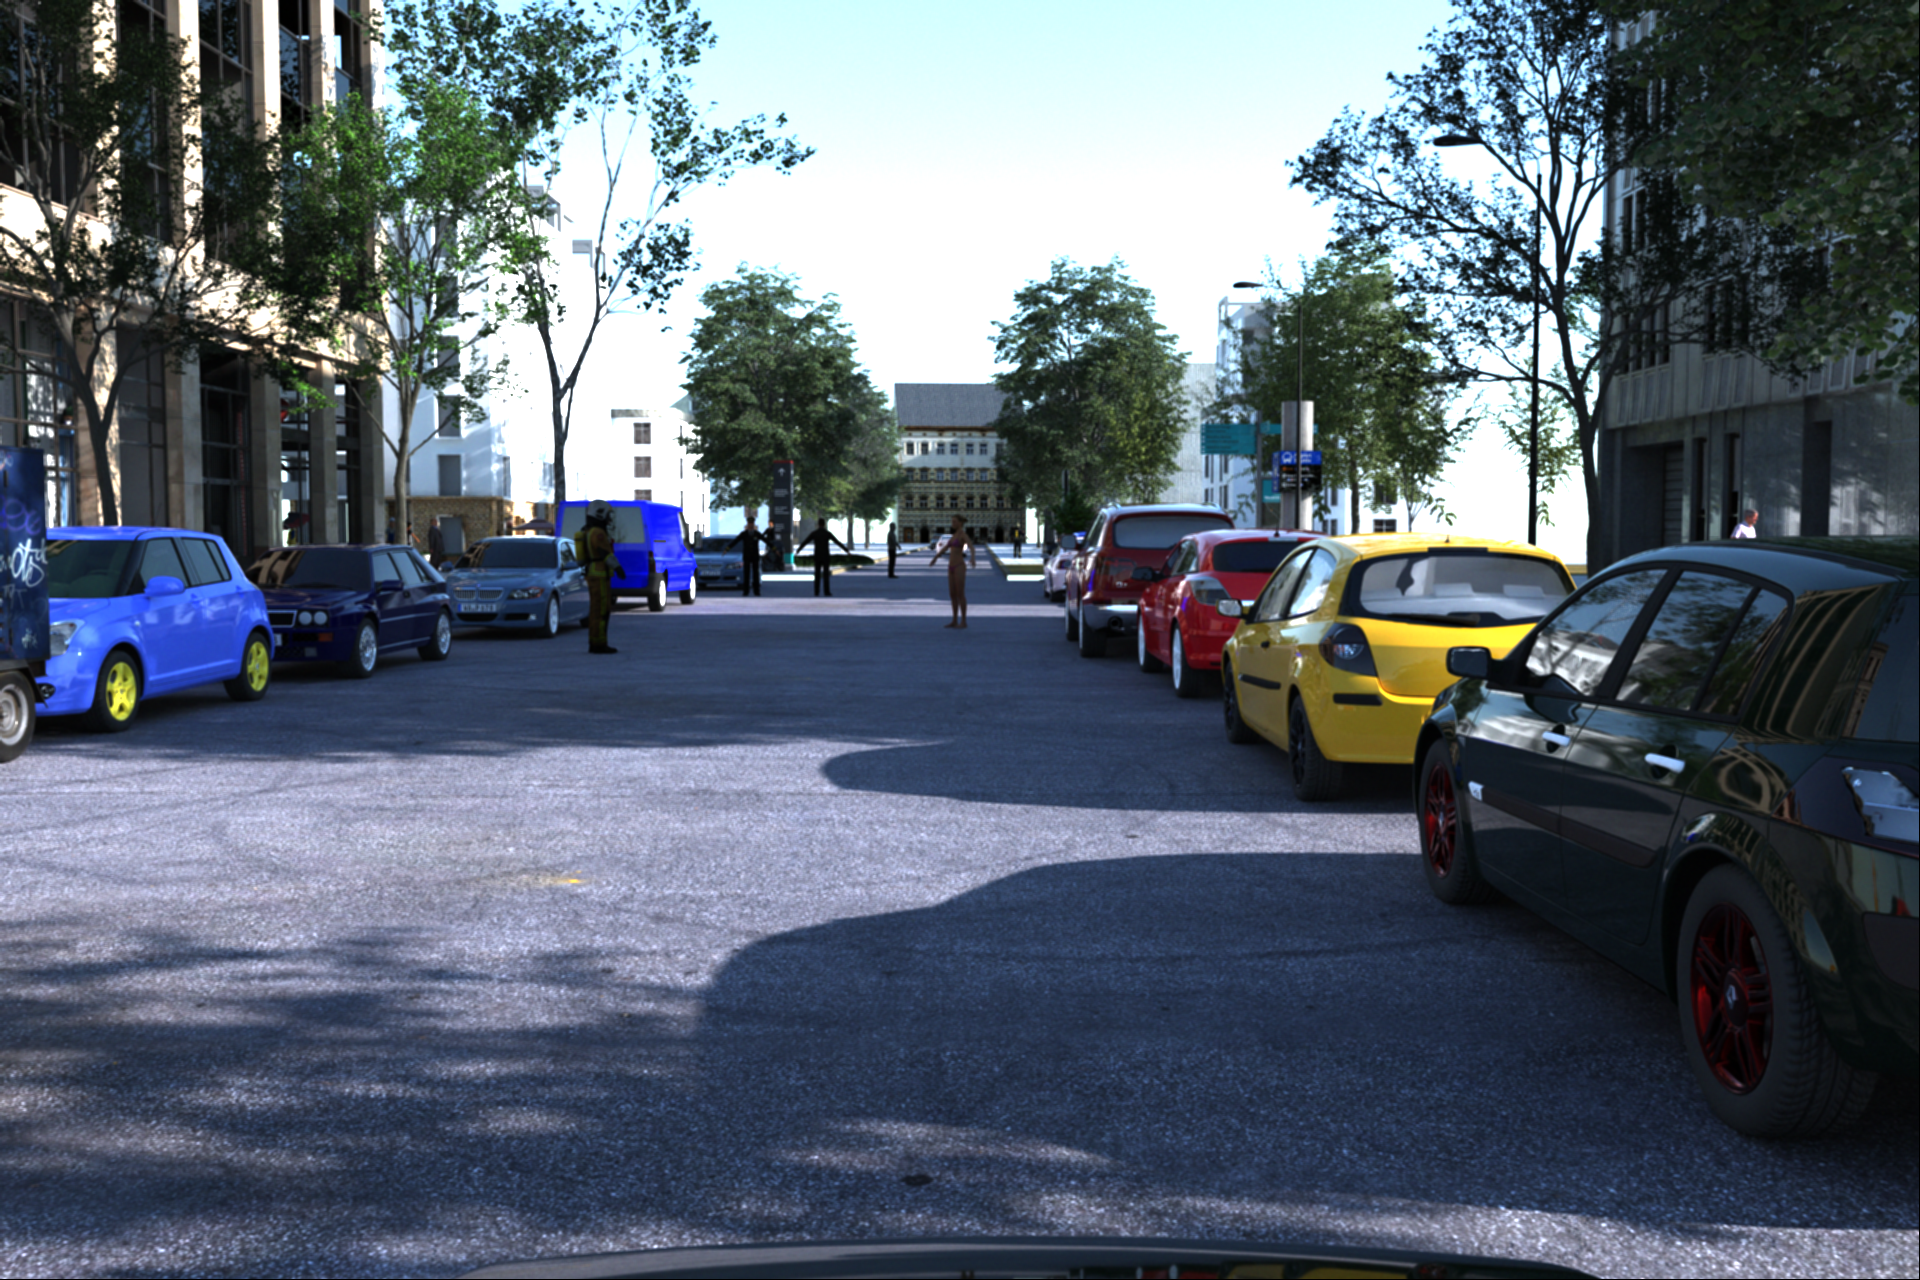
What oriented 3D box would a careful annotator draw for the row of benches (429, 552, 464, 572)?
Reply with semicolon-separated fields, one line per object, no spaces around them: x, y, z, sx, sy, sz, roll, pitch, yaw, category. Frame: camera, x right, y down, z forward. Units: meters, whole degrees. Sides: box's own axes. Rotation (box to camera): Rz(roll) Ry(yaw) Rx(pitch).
-17.403;-2.745;60.343;1.422;0.672;4.104;0;4;7;row of benches

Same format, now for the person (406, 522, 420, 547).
-24.489;-4.333;76.987;1.345;1.843;0.704;3;5;40;person

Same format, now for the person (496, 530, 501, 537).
-15.872;-3.071;59.471;0.991;1.433;0.599;-3;5;-40;person

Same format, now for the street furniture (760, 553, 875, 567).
-8.153;-3.278;69.229;10.072;0.657;5.734;-1;4;-13;street furniture

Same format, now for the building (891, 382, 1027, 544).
-0.488;-25.485;250.071;18.063;23.208;19.493;0;4;-5;building

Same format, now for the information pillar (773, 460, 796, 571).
-6.231;-4.389;61.141;0.750;3.857;0.750;0;4;2;information pillar

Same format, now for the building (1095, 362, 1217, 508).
23.943;-19.605;187.001;16.747;18.905;31.486;0;4;0;building

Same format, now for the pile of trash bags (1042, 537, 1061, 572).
3.753;-3.019;59.111;1.912;1.369;3.447;0;4;0;pile of trash bags

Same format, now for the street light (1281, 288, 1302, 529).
6.793;-3.634;31.964;1.470;5.913;1.316;0;4;0;street light

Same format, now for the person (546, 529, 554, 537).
-11.411;-2.357;47.812;0.697;1.427;0.421;0;4;-4;person

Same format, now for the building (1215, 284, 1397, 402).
25.593;-17.226;138.058;16.016;20.090;11.380;0;4;1;building

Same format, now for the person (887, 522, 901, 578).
-2.187;-2.934;56.558;0.705;1.813;1.348;-1;4;-16;person

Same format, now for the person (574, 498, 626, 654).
-4.318;-0.773;20.859;0.705;1.858;1.354;-2;4;-26;person

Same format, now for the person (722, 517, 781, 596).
-4.851;-1.948;40.247;1.347;1.837;0.705;-1;4;-9;person

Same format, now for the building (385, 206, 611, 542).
-28.129;-14.986;101.440;16.016;20.090;11.380;0;4;0;building

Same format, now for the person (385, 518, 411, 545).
-19.419;-3.266;59.263;1.347;1.847;0.705;0;4;2;person

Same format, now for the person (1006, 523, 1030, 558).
3.063;-5.274;92.013;1.354;1.856;0.705;1;4;18;person

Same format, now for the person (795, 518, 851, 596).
-3.190;-1.923;40.122;1.346;1.802;0.704;1;4;10;person

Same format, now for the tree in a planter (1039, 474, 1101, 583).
3.345;-3.295;51.097;1.991;3.239;1.994;0;4;1;tree in a planter

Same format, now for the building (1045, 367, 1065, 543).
24.783;-23.191;223.139;27.936;21.610;32.646;0;4;1;building

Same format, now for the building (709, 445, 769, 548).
-21.497;-14.160;173.668;9.099;9.664;28.070;0;4;1;building

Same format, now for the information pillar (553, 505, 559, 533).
-10.242;-2.446;44.482;0.304;2.012;0.304;0;4;1;information pillar

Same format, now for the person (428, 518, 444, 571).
-15.185;-2.670;50.253;0.434;1.755;0.990;0;4;3;person

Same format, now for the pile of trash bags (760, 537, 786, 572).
-6.919;-2.991;58.651;1.912;1.369;3.447;0;4;1;pile of trash bags

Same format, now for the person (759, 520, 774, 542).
-6.843;-3.451;62.608;1.347;1.806;0.705;2;4;30;person

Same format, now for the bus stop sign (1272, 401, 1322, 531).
6.707;-2.784;34.539;0.837;3.901;0.837;0;4;1;bus stop sign

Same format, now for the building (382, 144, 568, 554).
-27.108;-13.942;84.371;16.016;20.090;11.380;0;3;0;building

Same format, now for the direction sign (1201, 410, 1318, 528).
6.455;-2.945;36.921;2.525;3.948;1.411;0;4;1;direction sign

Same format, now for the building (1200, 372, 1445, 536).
20.773;-9.883;103.727;9.099;9.664;28.070;0;4;0;building

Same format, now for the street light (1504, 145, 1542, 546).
7.286;-2.921;20.305;1.470;5.913;1.316;0;4;0;street light

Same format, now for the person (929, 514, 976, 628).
-0.102;-1.051;26.438;0.721;1.733;1.217;-2;4;-33;person

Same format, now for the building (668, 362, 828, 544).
-27.056;-23.992;223.190;19.493;23.208;18.063;0;4;0;building

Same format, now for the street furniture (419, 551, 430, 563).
-22.558;-3.256;68.870;5.734;0.657;10.072;0;4;-7;street furniture

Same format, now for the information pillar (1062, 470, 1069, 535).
3.874;-4.440;63.910;0.184;3.620;1.656;0;4;1;information pillar

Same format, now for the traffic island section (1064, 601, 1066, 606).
3.083;-0.700;34.310;1.991;0.108;1.994;0;4;0;traffic island section

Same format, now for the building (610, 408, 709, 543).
-23.225;-11.481;129.858;9.099;9.664;28.070;0;4;1;building

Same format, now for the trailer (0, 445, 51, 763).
-6.664;-0.167;9.780;1.471;1.999;3.904;0;4;1;trailer

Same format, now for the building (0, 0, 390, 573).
-30.004;-16.673;38.832;22.709;31.103;35.509;0;4;1;building

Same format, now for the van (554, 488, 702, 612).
-6.378;-1.784;33.560;2.240;2.365;5.245;0;4;0;van

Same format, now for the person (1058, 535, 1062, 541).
5.381;-5.131;90.167;0.705;1.796;1.348;-1;4;-15;person

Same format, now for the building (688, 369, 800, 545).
-24.369;-20.716;195.119;16.016;20.090;11.380;0;4;0;building

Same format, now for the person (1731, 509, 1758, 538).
13.540;-1.394;29.772;0.756;1.711;0.436;-2;4;-28;person

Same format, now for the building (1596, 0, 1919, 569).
26.059;-13.887;44.307;12.078;24.872;19.932;0;4;1;building
